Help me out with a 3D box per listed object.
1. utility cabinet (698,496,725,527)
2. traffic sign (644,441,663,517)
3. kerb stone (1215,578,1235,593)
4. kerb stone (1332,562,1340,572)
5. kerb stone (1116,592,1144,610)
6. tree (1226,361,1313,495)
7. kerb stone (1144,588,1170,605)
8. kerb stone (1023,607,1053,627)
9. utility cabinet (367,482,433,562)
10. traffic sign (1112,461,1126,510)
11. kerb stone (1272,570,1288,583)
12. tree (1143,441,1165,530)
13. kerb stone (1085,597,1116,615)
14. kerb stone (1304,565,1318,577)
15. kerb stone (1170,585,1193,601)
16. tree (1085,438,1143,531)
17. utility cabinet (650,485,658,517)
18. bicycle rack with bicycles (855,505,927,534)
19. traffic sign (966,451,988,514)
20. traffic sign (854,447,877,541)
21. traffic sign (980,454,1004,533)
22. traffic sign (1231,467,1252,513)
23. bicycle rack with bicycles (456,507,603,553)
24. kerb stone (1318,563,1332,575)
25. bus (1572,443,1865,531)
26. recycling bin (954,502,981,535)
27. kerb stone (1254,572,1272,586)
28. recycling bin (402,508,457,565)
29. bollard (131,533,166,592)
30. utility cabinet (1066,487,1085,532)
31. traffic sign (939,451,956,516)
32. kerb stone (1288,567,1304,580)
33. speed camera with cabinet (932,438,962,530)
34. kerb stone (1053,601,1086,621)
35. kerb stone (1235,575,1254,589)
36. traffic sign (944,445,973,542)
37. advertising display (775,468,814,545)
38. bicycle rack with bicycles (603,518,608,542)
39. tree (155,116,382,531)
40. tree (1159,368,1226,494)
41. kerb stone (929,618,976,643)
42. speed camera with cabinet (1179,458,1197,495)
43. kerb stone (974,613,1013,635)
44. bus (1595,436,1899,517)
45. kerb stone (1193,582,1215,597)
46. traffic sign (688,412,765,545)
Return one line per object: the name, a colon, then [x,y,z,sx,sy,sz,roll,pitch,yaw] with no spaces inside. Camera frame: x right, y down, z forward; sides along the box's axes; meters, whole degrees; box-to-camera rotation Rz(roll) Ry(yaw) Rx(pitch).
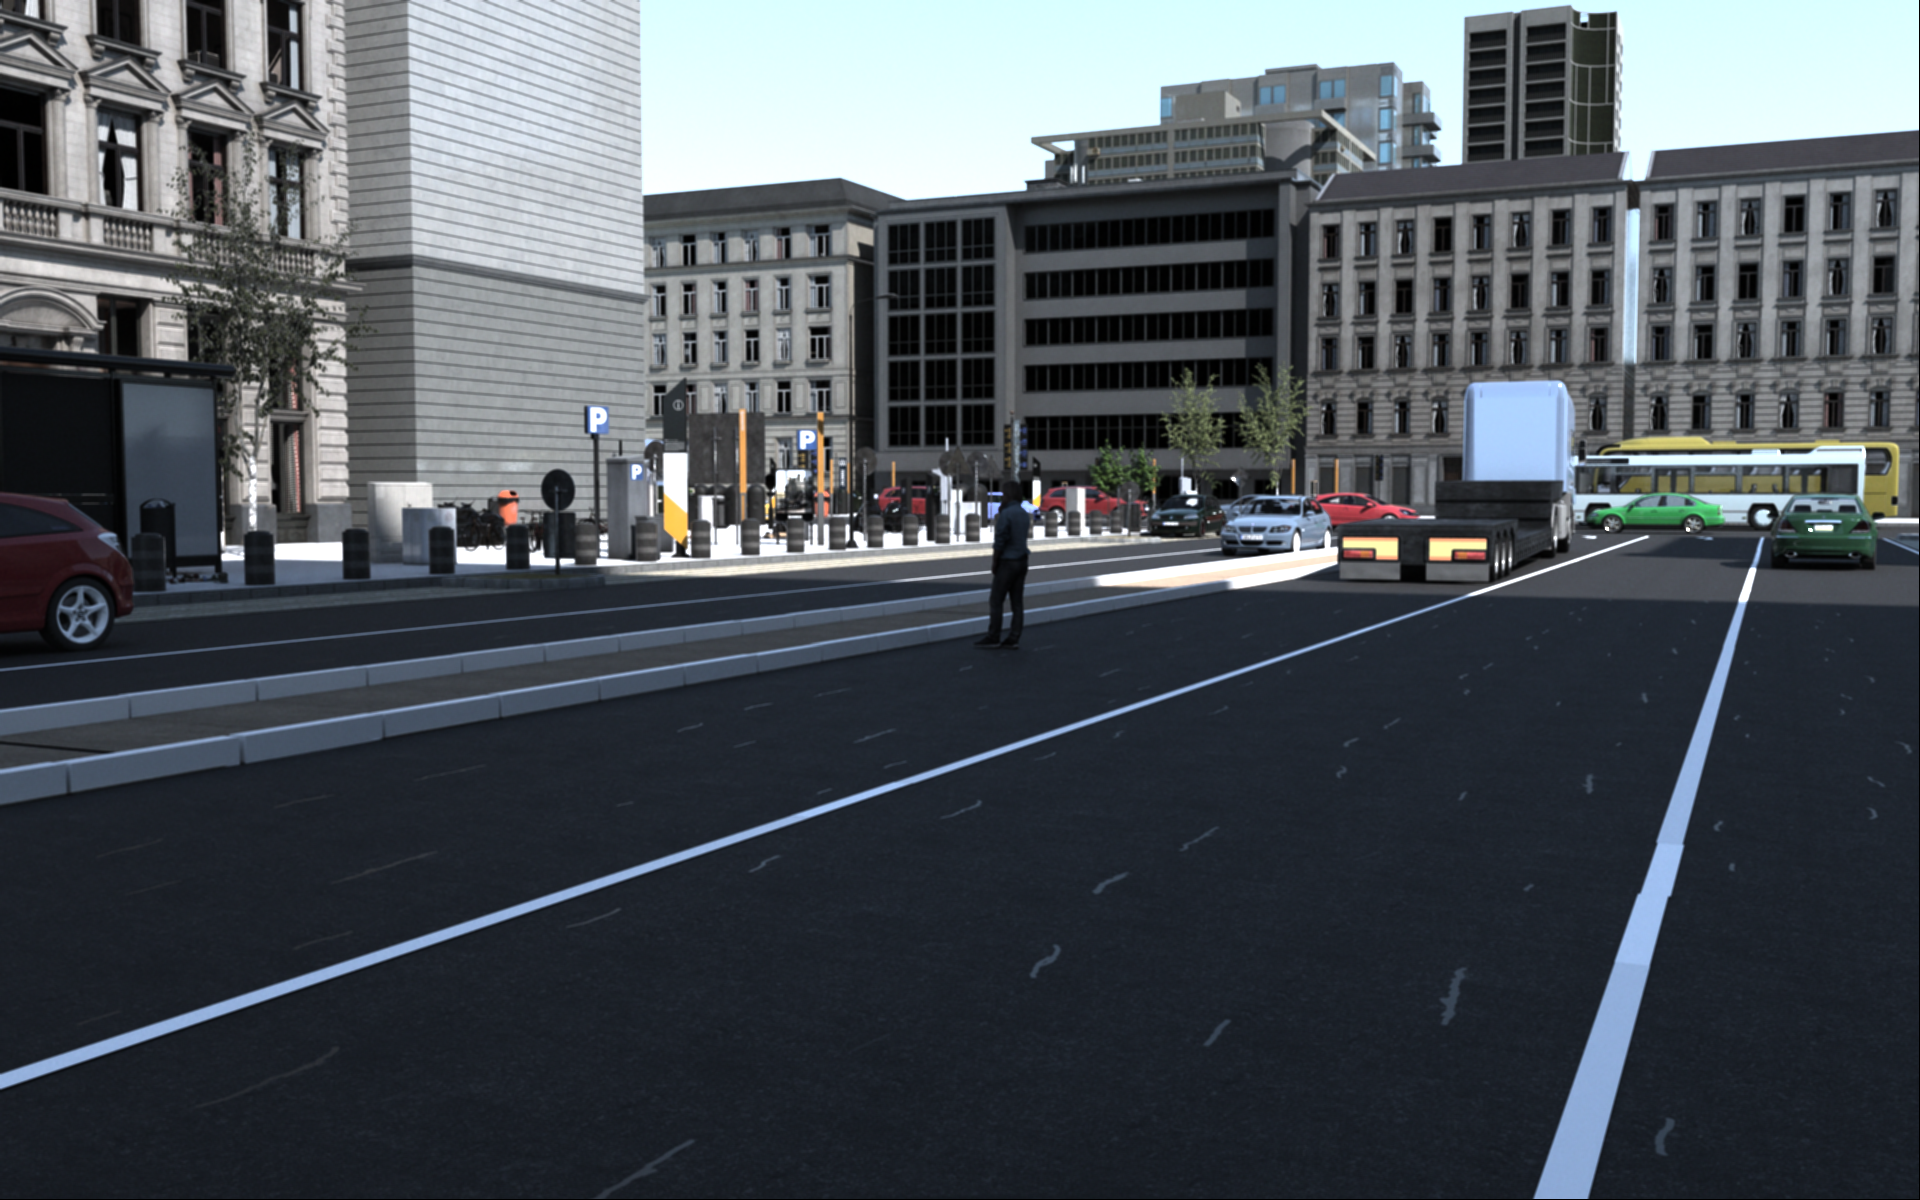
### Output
utility cabinet: [-9.569,-3.395,66.676,1.020,1.237,0.306,-3,4,-39]
traffic sign: [-7.275,-2.520,41.303,0.768,2.556,0.104,2,4,34]
kerb stone: [3.818,-0.198,25.510,0.120,0.150,1.000,2,4,25]
kerb stone: [6.891,-0.600,32.035,0.120,0.150,1.000,2,4,25]
kerb stone: [2.059,0.026,21.777,0.120,0.150,1.000,2,4,25]
tree: [17.190,-8.844,94.966,4.737,8.622,4.395,0,3,0]
kerb stone: [2.501,-0.031,22.703,0.120,0.150,1.000,2,4,25]
kerb stone: [0.749,0.196,18.989,0.120,0.150,1.000,2,4,25]
utility cabinet: [-10.476,-1.455,32.468,0.318,1.500,1.173,3,5,43]
traffic sign: [6.012,-4.012,65.698,0.768,2.556,0.104,2,4,33]
kerb stone: [5.137,-0.374,28.316,0.120,0.150,1.000,2,4,25]
tree: [6.603,-4.173,62.835,1.663,3.219,1.824,0,3,0]
kerb stone: [1.620,0.083,20.847,0.120,0.150,1.000,2,4,25]
kerb stone: [6.015,-0.488,30.170,0.120,0.150,1.000,2,4,25]
kerb stone: [2.939,-0.089,23.645,0.120,0.150,1.000,2,4,25]
tree: [5.074,-4.011,60.175,1.663,3.219,1.824,0,3,0]
utility cabinet: [-7.900,-2.090,42.848,0.318,1.500,1.173,1,4,19]
bicycle rack with bicycles: [-2.058,-2.591,55.753,2.925,0.926,2.852,1,4,20]
traffic sign: [0.484,-3.143,51.486,0.768,2.556,0.104,2,4,30]
traffic sign: [-2.576,-2.856,46.809,0.768,2.556,0.104,2,4,31]
traffic sign: [1.025,-3.475,56.822,0.884,2.594,0.081,2,4,29]
traffic sign: [10.288,-3.659,63.468,0.795,2.450,0.064,2,4,25]
bicycle rack with bicycles: [-10.094,-1.576,39.157,2.852,0.926,2.925,1,4,13]
kerb stone: [6.454,-0.544,31.097,0.120,0.150,1.000,2,4,25]
bus: [28.727,-4.564,69.475,13.247,3.499,2.948,1,4,23]
recycling bin: [0.230,-2.578,54.708,0.722,1.027,0.722,1,4,15]
kerb stone: [4.703,-0.315,27.381,0.120,0.150,1.000,2,4,25]
recycling bin: [-9.684,-1.166,31.616,0.722,1.027,0.722,3,5,42]
bollard: [-10.702,-0.497,22.847,0.404,0.777,0.398,0,3,0]
utility cabinet: [3.921,-3.057,58.666,0.318,1.500,1.173,-1,4,-16]
traffic sign: [-0.325,-3.100,50.793,0.768,2.556,0.104,2,4,34]
kerb stone: [5.579,-0.429,29.242,0.120,0.150,1.000,2,4,25]
speed camera with cabinet: [-0.462,-4.122,61.737,0.660,3.252,2.038,1,4,15]
kerb stone: [1.187,0.142,19.917,0.120,0.150,1.000,2,4,25]
kerb stone: [4.263,-0.260,26.453,0.120,0.150,1.000,2,4,25]
traffic sign: [-0.060,-2.819,46.088,0.884,2.594,0.081,2,4,33]
advertising display: [-4.183,-2.356,43.735,0.974,1.923,0.123,0,4,-3]
bicycle rack with bicycles: [-9.281,-2.040,46.738,2.925,0.926,2.852,-2,4,-32]
tree: [-14.114,-5.165,34.816,4.360,8.622,3.978,0,3,0]
tree: [13.641,-9.154,100.032,4.737,8.622,4.395,0,3,0]
kerb stone: [-0.131,0.310,17.126,0.120,0.150,1.000,2,4,25]
speed camera with cabinet: [12.333,-6.079,93.726,0.660,3.252,2.038,0,4,-4]
kerb stone: [0.301,0.253,18.066,0.120,0.150,1.000,2,4,25]
bus: [33.136,-5.049,74.100,12.252,3.916,2.896,2,4,25]
kerb stone: [3.382,-0.145,24.570,0.120,0.150,1.000,2,4,25]
traffic sign: [-5.869,-3.032,43.448,2.265,3.308,0.079,2,4,26]
